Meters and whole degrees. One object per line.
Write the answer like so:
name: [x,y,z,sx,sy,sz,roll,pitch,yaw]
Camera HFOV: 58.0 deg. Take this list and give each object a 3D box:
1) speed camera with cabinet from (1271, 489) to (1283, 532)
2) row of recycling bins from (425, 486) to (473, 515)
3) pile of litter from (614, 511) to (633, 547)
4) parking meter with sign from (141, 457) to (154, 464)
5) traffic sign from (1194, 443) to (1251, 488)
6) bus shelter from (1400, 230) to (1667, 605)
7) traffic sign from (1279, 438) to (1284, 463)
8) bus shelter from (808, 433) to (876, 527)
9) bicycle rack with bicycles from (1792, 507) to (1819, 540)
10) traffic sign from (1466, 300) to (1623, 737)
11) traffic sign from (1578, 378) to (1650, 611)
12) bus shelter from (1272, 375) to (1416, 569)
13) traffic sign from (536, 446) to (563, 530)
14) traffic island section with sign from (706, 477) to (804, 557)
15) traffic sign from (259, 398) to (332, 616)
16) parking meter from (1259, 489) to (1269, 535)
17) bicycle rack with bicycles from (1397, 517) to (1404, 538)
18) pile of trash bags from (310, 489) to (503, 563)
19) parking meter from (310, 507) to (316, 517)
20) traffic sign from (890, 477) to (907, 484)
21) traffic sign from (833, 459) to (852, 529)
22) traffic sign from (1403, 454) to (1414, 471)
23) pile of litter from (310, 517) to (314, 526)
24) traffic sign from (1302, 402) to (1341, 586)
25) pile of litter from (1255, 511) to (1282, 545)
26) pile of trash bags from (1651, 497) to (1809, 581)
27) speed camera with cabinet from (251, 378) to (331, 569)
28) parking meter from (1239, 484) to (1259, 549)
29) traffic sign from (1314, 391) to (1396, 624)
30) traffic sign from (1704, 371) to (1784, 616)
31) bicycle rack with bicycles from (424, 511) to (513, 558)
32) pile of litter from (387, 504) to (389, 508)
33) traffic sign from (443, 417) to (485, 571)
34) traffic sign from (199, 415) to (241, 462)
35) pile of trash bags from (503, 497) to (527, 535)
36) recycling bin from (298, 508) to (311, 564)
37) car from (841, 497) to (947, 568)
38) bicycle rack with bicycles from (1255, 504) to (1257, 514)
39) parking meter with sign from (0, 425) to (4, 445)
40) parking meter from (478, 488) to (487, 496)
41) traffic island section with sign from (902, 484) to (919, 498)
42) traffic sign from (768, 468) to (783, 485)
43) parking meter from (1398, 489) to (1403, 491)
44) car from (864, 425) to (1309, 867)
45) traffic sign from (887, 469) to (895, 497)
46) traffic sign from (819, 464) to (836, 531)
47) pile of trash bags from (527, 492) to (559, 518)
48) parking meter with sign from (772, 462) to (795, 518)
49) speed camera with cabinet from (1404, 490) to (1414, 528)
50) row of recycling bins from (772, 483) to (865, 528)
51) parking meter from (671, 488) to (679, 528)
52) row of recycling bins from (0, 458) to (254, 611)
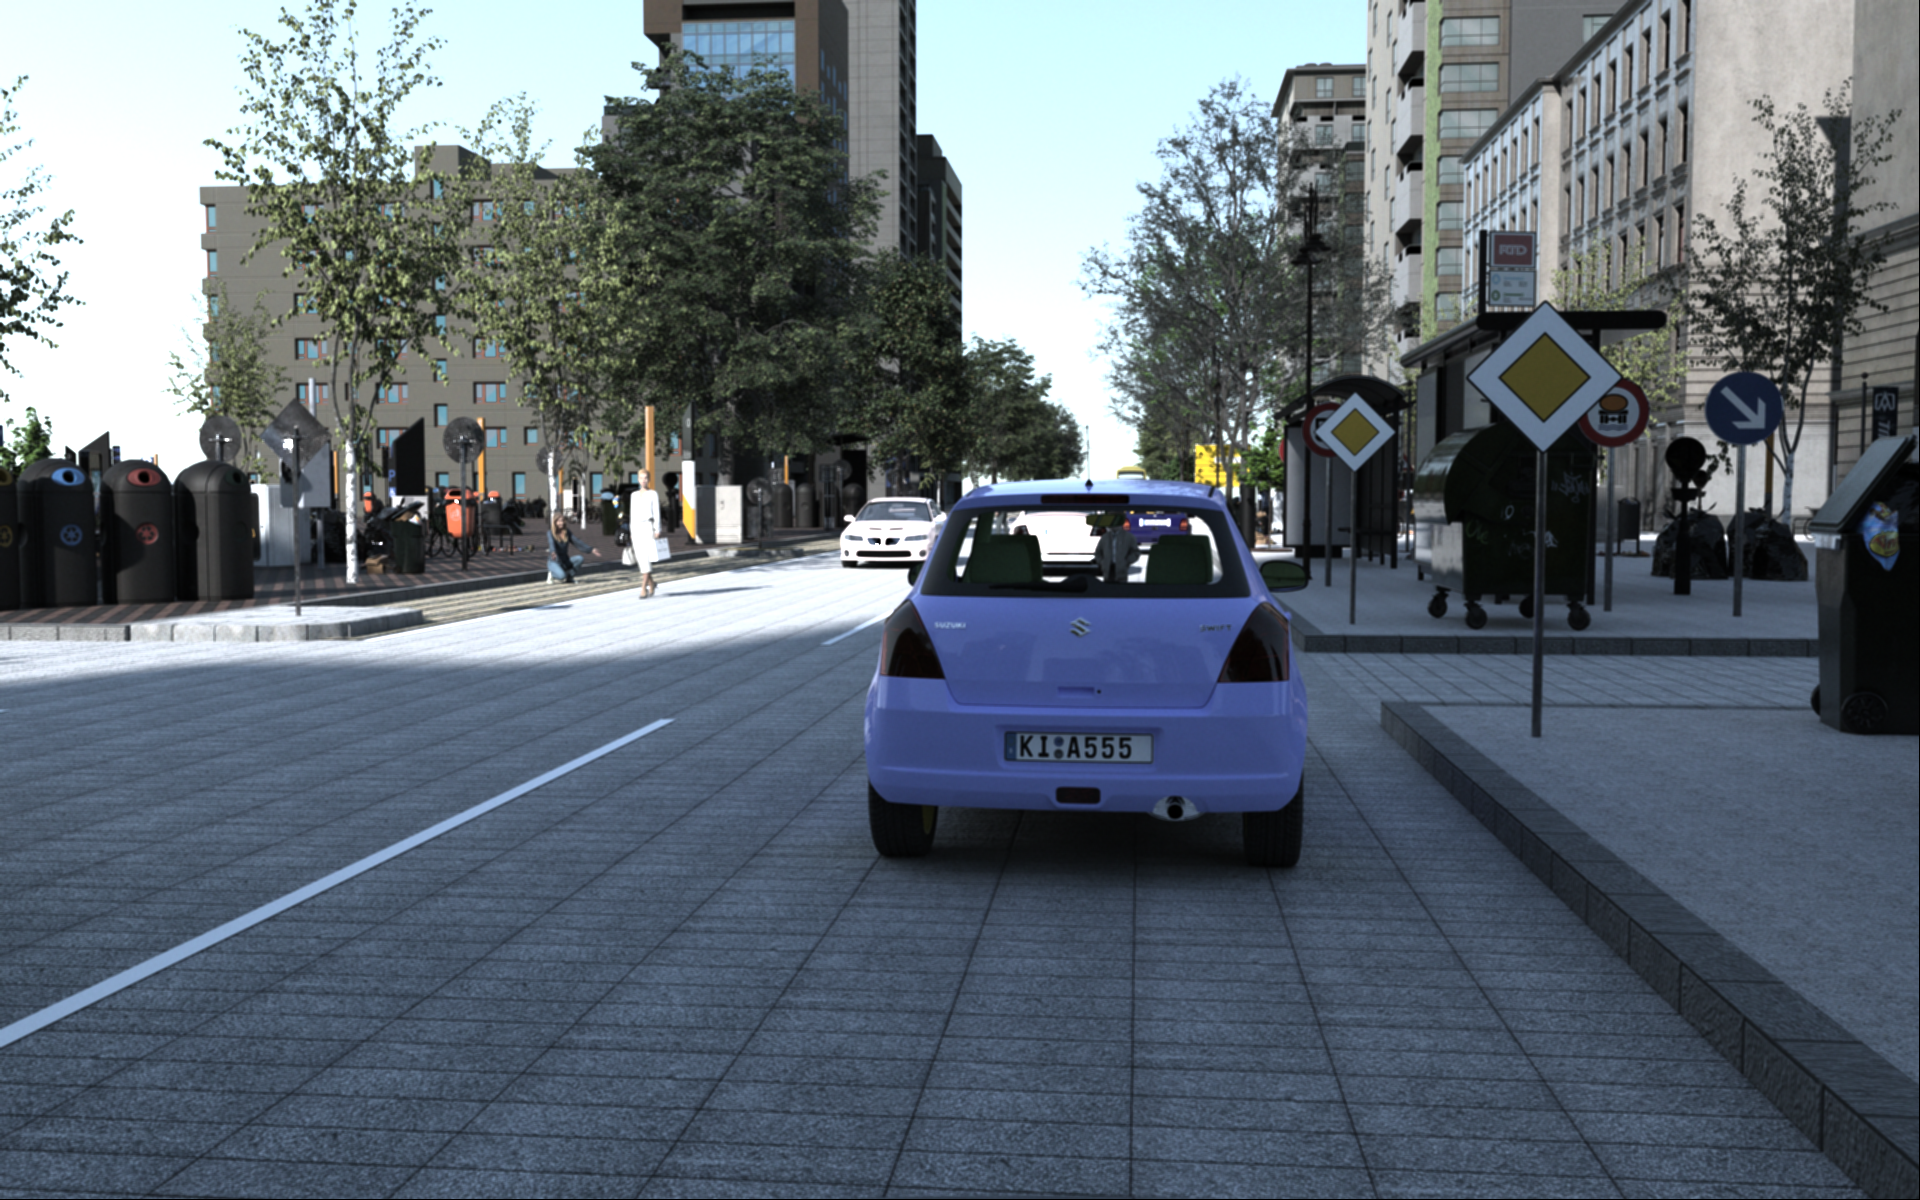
speed camera with cabinet: [10.854,-3.960,59.082,0.660,3.252,2.038,-1,4,-17]
row of recycling bins: [-25.650,-4.854,86.481,3.534,1.692,1.069,2,4,32]
pile of litter: [-8.059,-1.772,42.934,1.176,0.858,1.719,0,4,3]
parking meter with sign: [-37.764,-5.214,81.503,0.543,3.016,1.738,0,4,3]
traffic sign: [10.593,-4.651,69.919,2.265,3.308,0.079,1,4,11]
bus shelter: [7.459,-2.844,24.129,2.179,5.291,8.768,0,4,6]
traffic sign: [6.872,-2.151,35.281,0.768,2.556,0.104,1,4,13]
bus shelter: [-4.717,-4.805,69.840,1.731,3.624,6.357,0,4,6]
bicycle rack with bicycles: [24.498,-2.103,47.758,2.925,0.926,2.852,-3,4,-38]
traffic sign: [3.042,-0.333,9.088,0.795,2.450,0.064,0,4,6]
traffic sign: [7.091,-1.148,18.884,0.768,2.556,0.104,0,4,8]
bus shelter: [7.018,-2.343,32.230,2.014,3.302,5.546,0,4,6]
traffic sign: [-10.804,-2.782,45.598,0.768,2.556,0.104,1,4,11]
traffic island section with sign: [-4.697,-1.932,40.216,1.989,1.847,2.006,0,4,6]
traffic sign: [-6.964,-0.889,18.175,0.795,2.450,0.064,0,4,6]
parking meter: [9.504,-2.796,54.118,0.372,1.533,0.369,0,3,0]
bicycle rack with bicycles: [11.618,-2.331,51.501,2.852,0.926,2.925,0,4,-6]
pile of trash bags: [-10.779,-1.418,32.934,3.447,1.369,1.912,1,4,11]
parking meter: [-17.739,-2.382,47.349,0.372,1.533,0.369,0,3,0]
traffic sign: [-3.146,-5.438,88.911,0.884,2.594,0.081,1,4,10]
traffic sign: [-4.366,-3.892,63.737,0.768,2.556,0.104,0,4,7]
traffic sign: [10.055,-2.454,40.134,0.884,2.594,0.081,1,4,13]
pile of litter: [-16.920,-1.781,43.077,1.719,0.858,1.176,2,4,31]
traffic sign: [5.123,-1.463,24.023,0.768,2.556,0.104,1,4,16]
pile of litter: [7.477,-1.856,44.303,1.176,0.858,1.719,-1,4,-22]
pile of trash bags: [12.375,-1.012,26.295,3.447,1.369,1.912,1,4,19]
speed camera with cabinet: [-11.727,-2.176,29.919,2.038,3.252,0.660,3,4,36]
parking meter: [6.650,-1.937,40.083,0.372,1.533,0.369,0,3,0]
traffic sign: [3.869,-0.819,17.030,0.795,2.450,0.064,0,4,6]
traffic sign: [8.161,-1.101,18.110,0.768,2.556,0.104,1,4,12]
bicycle rack with bicycles: [-10.577,-1.380,35.937,2.852,0.926,2.925,-3,5,-40]
pile of litter: [-29.231,-4.579,88.839,1.719,0.858,1.176,-1,4,-13]
traffic sign: [-8.227,-1.748,28.693,0.768,2.556,0.104,1,4,15]
traffic sign: [-11.963,-1.705,27.990,0.768,2.556,0.104,1,4,13]
pile of trash bags: [-14.862,-2.771,55.051,1.912,1.369,3.447,-1,4,-13]
recycling bin: [-12.357,-1.167,31.631,0.722,1.027,0.722,0,4,8]
car: [-1.237,-1.396,35.189,2.083,1.381,4.827,0,4,5]
bicycle rack with bicycles: [14.328,-4.728,90.685,2.925,0.926,2.852,1,4,19]
parking meter with sign: [-24.922,-2.898,43.648,1.738,3.016,0.543,1,4,23]
parking meter: [-19.639,-3.844,71.262,0.372,1.533,0.369,0,3,0]
traffic island section with sign: [-1.904,-3.572,67.026,1.989,1.847,2.006,0,4,6]
traffic sign: [-7.183,-3.991,67.384,0.606,2.300,0.079,0,4,7]
parking meter: [21.401,-4.615,83.864,0.372,1.533,0.369,0,3,0]
car: [0.656,0.095,8.042,1.945,1.707,3.694,0,4,7]
traffic sign: [-3.293,-5.268,86.236,0.768,2.556,0.104,1,4,14]
traffic sign: [-4.570,-3.525,59.764,0.606,2.300,0.079,1,4,9]
pile of trash bags: [-22.649,-5.047,92.278,3.447,1.369,1.912,2,4,25]
parking meter with sign: [-9.243,-5.945,93.457,1.738,3.016,0.543,-1,4,-21]
speed camera with cabinet: [17.763,-4.336,65.222,0.660,3.252,2.038,-3,5,-42]
row of recycling bins: [-5.383,-3.591,65.818,3.534,1.692,1.069,-1,4,-8]
parking meter: [-10.795,-3.486,65.414,0.372,1.533,0.369,0,3,0]
row of recycling bins: [-10.036,-0.796,20.122,1.069,1.692,3.534,3,5,41]
